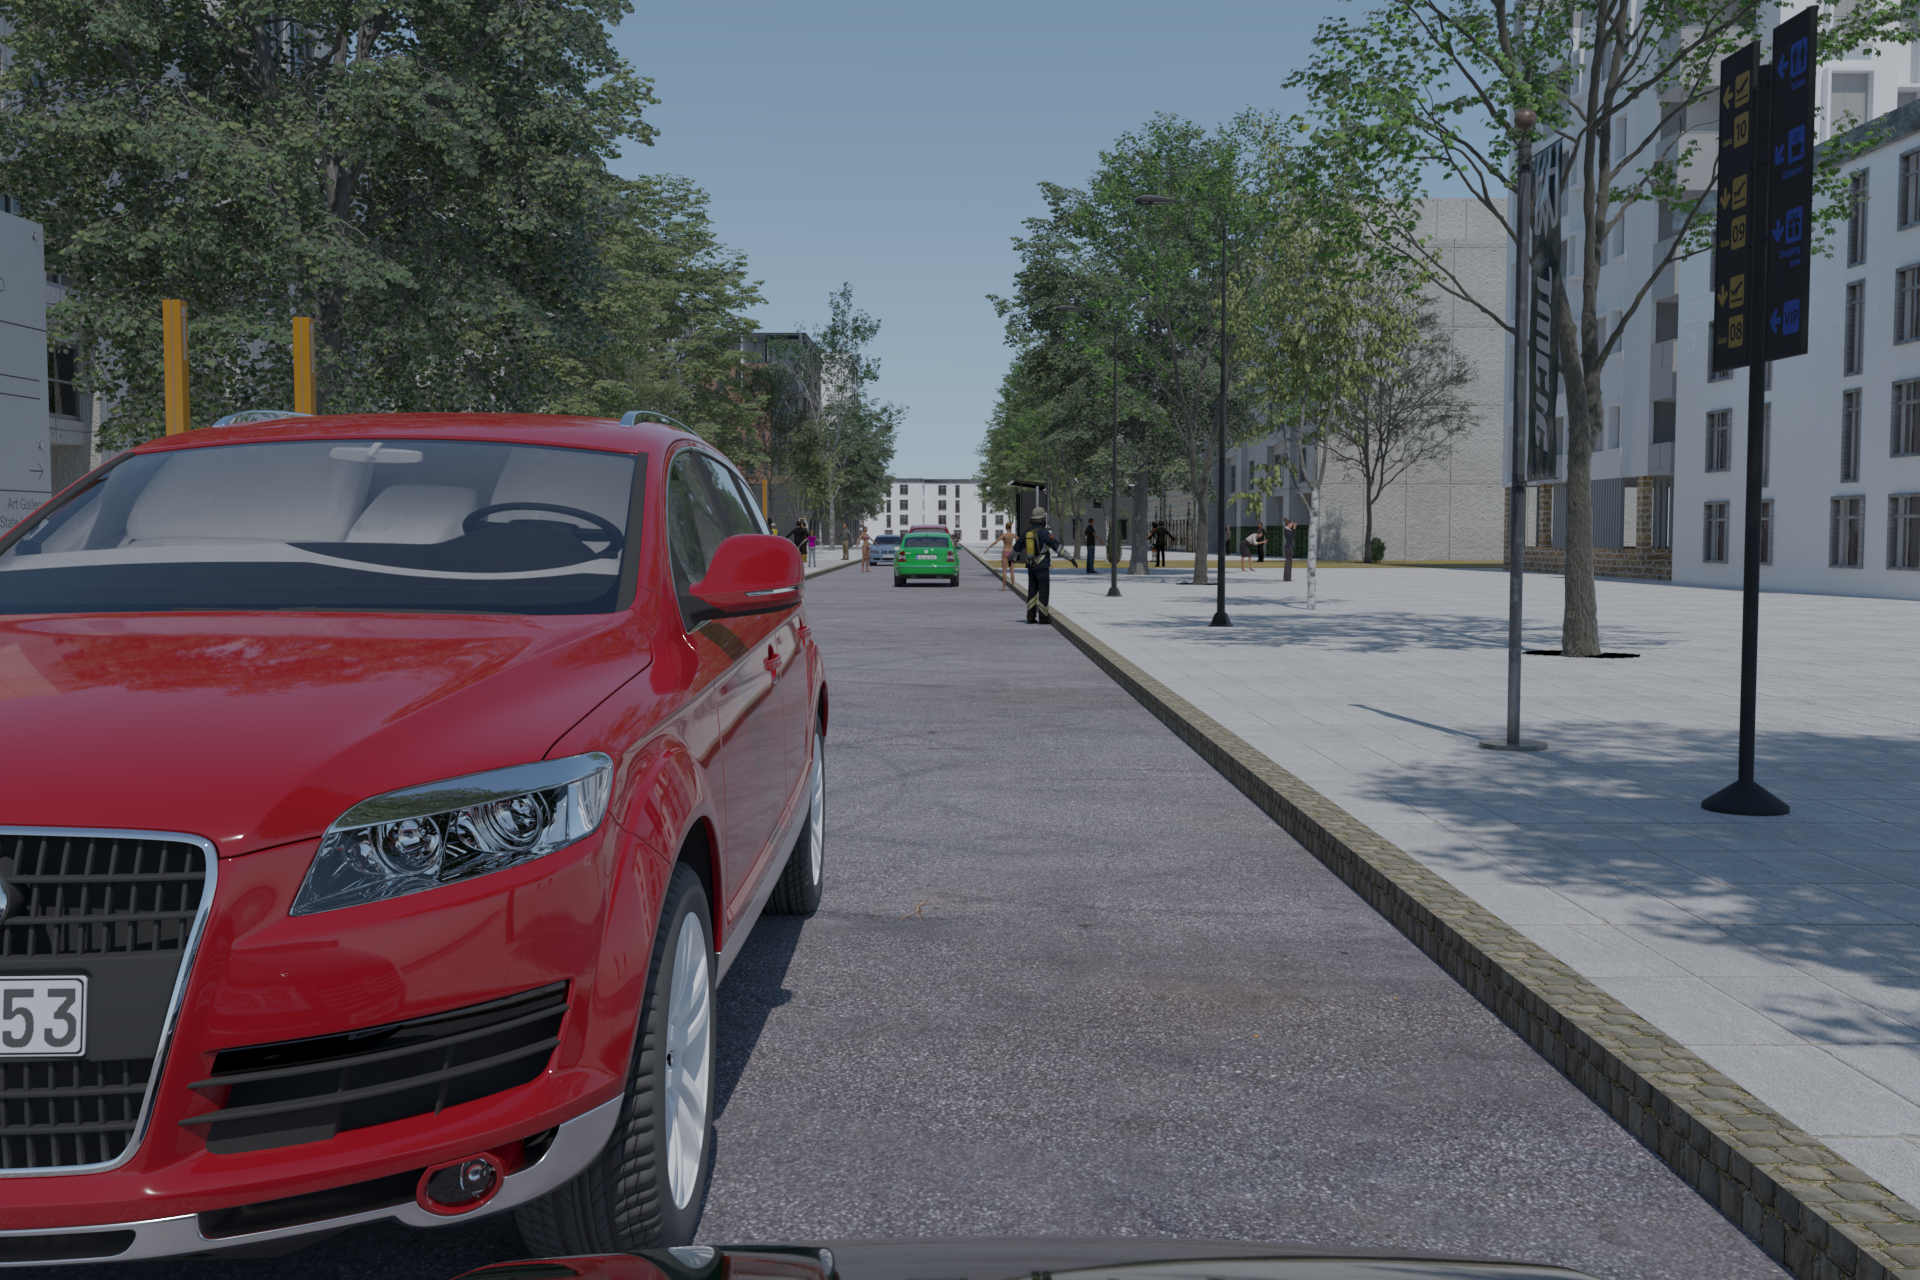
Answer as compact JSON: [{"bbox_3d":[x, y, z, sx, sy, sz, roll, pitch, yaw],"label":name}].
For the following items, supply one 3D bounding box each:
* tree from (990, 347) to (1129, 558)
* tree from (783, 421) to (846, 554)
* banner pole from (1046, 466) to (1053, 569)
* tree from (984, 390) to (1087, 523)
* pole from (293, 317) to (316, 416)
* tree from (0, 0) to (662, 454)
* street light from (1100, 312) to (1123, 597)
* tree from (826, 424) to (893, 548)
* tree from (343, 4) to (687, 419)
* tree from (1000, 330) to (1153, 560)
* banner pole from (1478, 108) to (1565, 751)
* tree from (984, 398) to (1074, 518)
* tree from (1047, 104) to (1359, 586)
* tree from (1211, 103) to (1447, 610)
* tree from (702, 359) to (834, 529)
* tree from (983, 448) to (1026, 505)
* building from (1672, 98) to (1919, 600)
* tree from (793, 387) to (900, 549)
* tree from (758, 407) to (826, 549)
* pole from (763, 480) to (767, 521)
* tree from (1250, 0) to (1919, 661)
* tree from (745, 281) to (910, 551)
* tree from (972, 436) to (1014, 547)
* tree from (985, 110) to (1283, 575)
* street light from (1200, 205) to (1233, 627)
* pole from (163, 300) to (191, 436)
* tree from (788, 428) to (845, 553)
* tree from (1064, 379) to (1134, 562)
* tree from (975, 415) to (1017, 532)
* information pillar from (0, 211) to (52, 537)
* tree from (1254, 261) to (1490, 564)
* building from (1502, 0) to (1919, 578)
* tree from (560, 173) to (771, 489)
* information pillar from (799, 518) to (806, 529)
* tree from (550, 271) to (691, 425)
[{"bbox_3d":[5.468,-10.306,94.258,9.928,11.665,9.643,0,3,0],"label":"tree"},{"bbox_3d":[-9.518,-9.751,109.789,4.737,8.622,4.395,0,3,0],"label":"tree"},{"bbox_3d":[3.236,-4.492,63.456,0.401,3.779,0.863,0,3,0],"label":"banner pole"},{"bbox_3d":[5.048,-11.880,112.370,7.486,12.596,7.792,0,3,0],"label":"tree"},{"bbox_3d":[-6.188,-1.381,16.428,0.158,3.312,0.155,0,3,0],"label":"pole"},{"bbox_3d":[-8.848,-7.171,23.902,9.857,13.997,8.962,0,3,0],"label":"tree"},{"bbox_3d":[3.701,-3.842,35.366,1.470,5.913,1.316,0,4,-1],"label":"street light"},{"bbox_3d":[-10.139,-15.002,163.401,7.486,12.596,7.792,0,3,0],"label":"tree"},{"bbox_3d":[-9.651,-7.285,37.229,7.486,12.596,7.792,0,3,0],"label":"tree"},{"bbox_3d":[5.761,-9.790,85.822,9.928,11.665,9.643,0,3,0],"label":"tree"},{"bbox_3d":[3.329,-1.227,10.071,0.401,3.779,0.863,0,4,-1],"label":"banner pole"},{"bbox_3d":[5.223,-12.614,124.359,7.486,12.596,7.792,0,3,0],"label":"tree"},{"bbox_3d":[6.016,-7.181,43.167,9.928,11.665,9.643,0,3,0],"label":"tree"},{"bbox_3d":[6.057,-4.832,29.370,4.737,8.622,4.395,0,3,0],"label":"tree"},{"bbox_3d":[-10.121,-9.646,92.120,7.601,10.594,8.767,1,4,15],"label":"tree"},{"bbox_3d":[5.215,-12.577,140.049,7.601,10.594,8.767,-2,4,-28],"label":"tree"},{"bbox_3d":[22.982,-5.436,31.025,9.099,9.664,28.070,0,3,0],"label":"building"},{"bbox_3d":[-9.966,-14.880,149.950,9.857,13.997,8.962,0,3,0],"label":"tree"},{"bbox_3d":[-9.165,-9.138,99.761,4.360,8.622,3.978,0,3,0],"label":"tree"},{"bbox_3d":[-7.348,-4.370,65.290,0.158,3.312,0.155,0,3,0],"label":"pole"},{"bbox_3d":[6.481,-5.640,17.969,9.928,11.665,9.643,0,3,0],"label":"tree"},{"bbox_3d":[-10.175,-16.904,132.264,12.611,20.169,13.585,0,3,0],"label":"tree"},{"bbox_3d":[4.963,-14.781,167.418,9.928,11.665,9.643,0,3,0],"label":"tree"},{"bbox_3d":[5.640,-9.023,54.179,9.857,13.997,8.962,0,3,0],"label":"tree"},{"bbox_3d":[4.171,-3.142,23.920,1.470,5.913,1.316,0,4,-1],"label":"street light"},{"bbox_3d":[-6.852,-1.307,15.215,0.158,3.312,0.155,0,3,0],"label":"pole"},{"bbox_3d":[-9.286,-10.196,117.072,4.360,8.622,3.978,0,3,0],"label":"tree"},{"bbox_3d":[6.842,-7.888,79.334,4.360,8.622,3.978,0,3,0],"label":"tree"},{"bbox_3d":[5.216,-14.626,157.263,7.486,12.596,7.792,0,3,0],"label":"tree"},{"bbox_3d":[-7.033,-1.293,12.452,0.184,3.620,1.656,0,4,-1],"label":"information pillar"},{"bbox_3d":[17.994,-10.095,75.426,12.009,13.543,11.850,0,3,0],"label":"tree"},{"bbox_3d":[24.279,-12.408,59.291,16.016,20.090,11.380,0,4,-1],"label":"building"},{"bbox_3d":[-9.655,-8.386,55.231,7.486,12.596,7.792,0,3,0],"label":"tree"},{"bbox_3d":[-7.289,-4.625,80.118,0.304,2.012,0.304,0,4,-1],"label":"information pillar"},{"bbox_3d":[-8.939,-5.900,46.828,4.360,8.622,3.978,0,3,0],"label":"tree"}]
